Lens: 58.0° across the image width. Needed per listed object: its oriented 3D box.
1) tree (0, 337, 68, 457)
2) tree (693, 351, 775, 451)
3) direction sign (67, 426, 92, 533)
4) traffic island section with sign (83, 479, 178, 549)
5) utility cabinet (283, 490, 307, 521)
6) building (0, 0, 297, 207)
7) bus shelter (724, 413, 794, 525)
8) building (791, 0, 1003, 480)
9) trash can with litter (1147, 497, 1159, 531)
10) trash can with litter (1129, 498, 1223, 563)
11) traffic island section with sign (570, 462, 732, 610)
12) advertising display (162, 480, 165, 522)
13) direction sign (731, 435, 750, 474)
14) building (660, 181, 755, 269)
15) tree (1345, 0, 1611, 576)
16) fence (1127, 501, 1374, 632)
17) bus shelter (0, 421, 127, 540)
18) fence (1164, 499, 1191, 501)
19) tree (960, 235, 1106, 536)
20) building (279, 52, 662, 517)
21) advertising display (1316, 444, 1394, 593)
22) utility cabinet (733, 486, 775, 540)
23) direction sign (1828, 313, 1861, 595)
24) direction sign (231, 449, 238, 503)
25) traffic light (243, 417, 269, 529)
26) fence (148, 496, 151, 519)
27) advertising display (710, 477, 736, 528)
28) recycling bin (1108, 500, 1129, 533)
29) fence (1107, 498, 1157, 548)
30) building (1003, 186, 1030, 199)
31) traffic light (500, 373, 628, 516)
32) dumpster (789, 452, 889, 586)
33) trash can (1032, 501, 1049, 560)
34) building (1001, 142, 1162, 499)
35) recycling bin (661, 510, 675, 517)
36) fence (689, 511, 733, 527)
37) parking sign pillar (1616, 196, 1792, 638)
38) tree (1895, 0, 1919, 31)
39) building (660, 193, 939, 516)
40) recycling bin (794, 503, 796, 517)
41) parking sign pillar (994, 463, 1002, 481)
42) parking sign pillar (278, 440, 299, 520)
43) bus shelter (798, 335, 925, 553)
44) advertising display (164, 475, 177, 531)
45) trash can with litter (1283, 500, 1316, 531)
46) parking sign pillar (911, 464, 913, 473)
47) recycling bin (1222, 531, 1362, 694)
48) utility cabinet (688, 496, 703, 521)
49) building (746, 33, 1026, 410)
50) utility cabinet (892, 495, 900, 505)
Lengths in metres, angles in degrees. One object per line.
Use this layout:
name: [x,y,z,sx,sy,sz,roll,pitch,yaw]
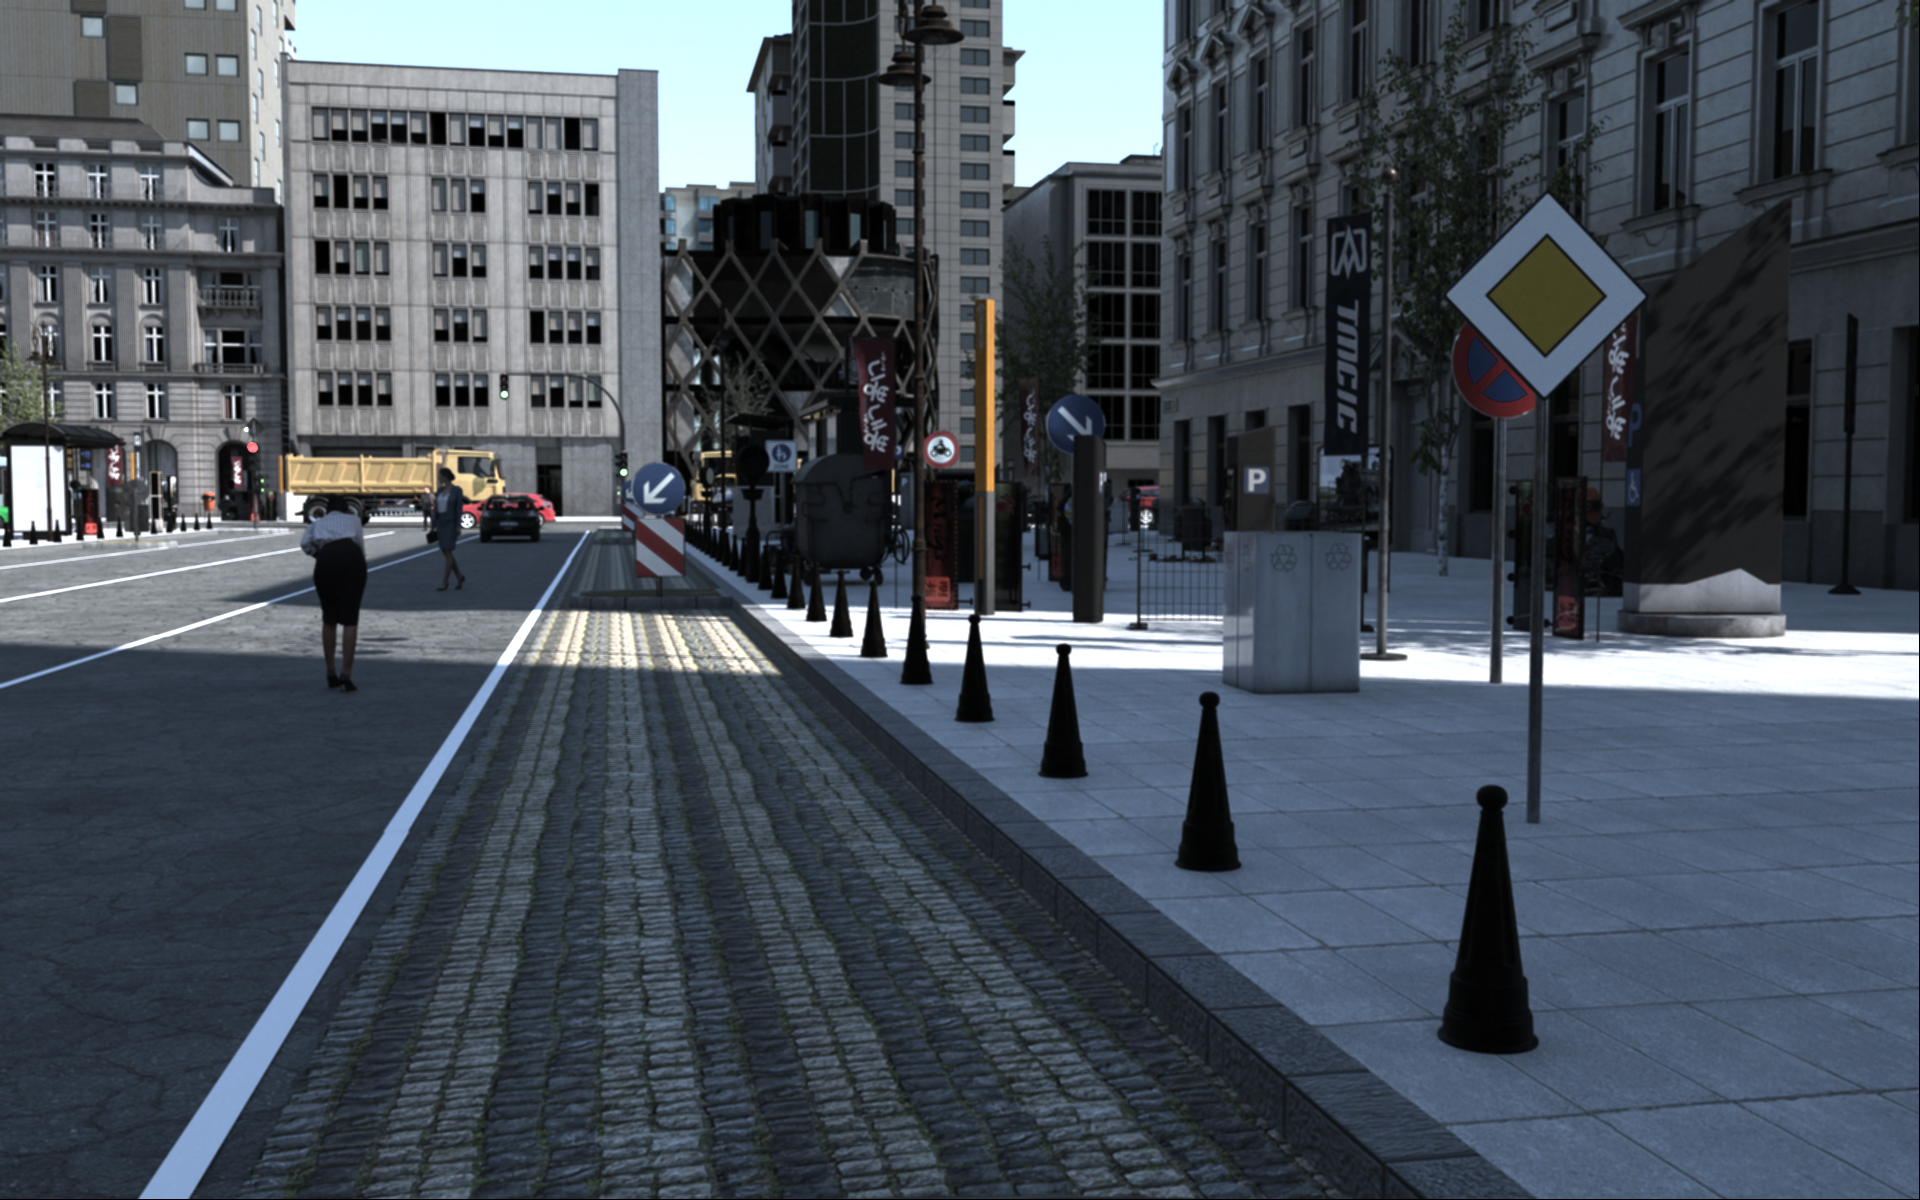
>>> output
tree: [-43.654,-7.979,80.813,4.737,8.622,4.395,0,3,0]
tree: [-11.248,-8.446,88.454,4.360,8.622,3.978,0,3,0]
direction sign: [-29.425,-4.020,57.724,0.876,3.537,0.379,-2,4,-24]
traffic island section with sign: [-22.034,-2.295,46.148,1.989,1.847,2.006,-1,4,-11]
utility cabinet: [-31.489,-4.493,82.144,0.318,1.500,1.173,3,4,38]
building: [-75.621,-34.706,156.677,28.713,52.752,27.495,-1,4,-11]
bus shelter: [-6.173,-3.784,53.154,1.731,3.624,6.357,-1,4,-11]
building: [-7.891,-45.059,174.971,20.563,71.187,20.611,-1,4,-11]
trash can with litter: [7.025,-3.044,61.160,0.624,1.170,1.055,2,4,26]
trash can with litter: [4.221,-1.342,32.999,1.678,1.210,2.233,-3,5,-42]
traffic island section with sign: [-3.985,-0.831,22.209,1.989,1.847,2.006,-1,4,-11]
advertising display: [-36.653,-4.556,79.711,0.974,1.923,0.123,0,4,-4]
direction sign: [-8.416,-4.590,67.044,0.876,3.537,0.379,1,4,12]
building: [-32.797,-39.648,267.849,30.456,49.044,23.786,-1,4,-11]
tree: [7.780,-4.683,26.933,4.737,8.622,4.395,0,3,0]
fence: [2.750,-0.319,16.411,2.264,1.192,0.480,0,4,7]
bus shelter: [-26.089,-3.459,50.480,2.014,3.302,5.546,-1,4,-11]
fence: [4.869,-1.936,42.852,2.264,1.192,0.480,3,5,44]
tree: [2.270,-5.995,48.386,4.737,8.622,4.395,0,3,0]
building: [-27.682,-17.303,100.919,19.932,24.808,12.078,-1,4,-11]
advertising display: [5.122,-1.057,22.503,0.974,1.923,0.123,1,4,12]
utility cabinet: [-5.735,-2.412,48.117,1.173,1.500,0.318,1,4,22]
direction sign: [11.372,-1.845,22.163,0.379,3.537,0.876,2,4,33]
direction sign: [-36.530,-5.827,87.263,0.379,3.537,0.876,-3,5,-42]
traffic light: [-25.797,-4.556,63.406,0.839,4.253,0.868,-1,4,-11]
fence: [-41.432,-4.780,89.352,2.264,1.192,0.480,3,5,43]
advertising display: [-8.966,-3.688,65.519,0.974,1.923,0.123,1,4,12]
recycling bin: [5.151,-2.718,56.994,0.722,1.027,0.722,0,4,-3]
fence: [3.520,-1.721,39.342,0.480,1.192,2.264,-2,4,-32]
building: [7.141,-39.788,274.237,21.600,48.544,21.300,-1,4,-11]
traffic light: [-14.881,-5.553,65.465,4.771,5.953,1.251,-1,4,-11]
dumpster: [-1.737,-1.173,24.941,1.264,1.857,1.865,-1,4,-11]
trash can: [1.766,-1.355,33.813,0.748,1.137,0.748,0,3,0]
building: [18.831,-17.872,111.276,30.058,24.678,14.314,-1,4,-11]
recycling bin: [-15.292,-4.756,90.310,0.722,1.027,0.722,-2,4,-24]
fence: [-8.456,-2.715,59.767,2.069,0.683,0.278,-3,4,-36]
parking sign pillar: [6.878,-1.683,15.986,1.447,3.967,1.447,0,4,1]
tree: [9.660,-3.834,13.046,4.737,8.622,4.395,0,3,0]
building: [-9.905,-14.659,107.120,16.811,18.784,16.820,-1,4,-11]
recycling bin: [-6.114,-3.325,66.919,0.722,1.027,0.722,1,4,9]
parking sign pillar: [3.145,-9.868,149.816,1.447,3.967,1.447,-3,4,-37]
parking sign pillar: [-32.834,-5.920,85.259,1.447,3.967,1.447,-2,4,-35]
bus shelter: [-2.630,-3.910,41.554,2.179,5.291,8.768,-1,4,-11]
advertising display: [-27.497,-3.379,60.454,0.123,1.923,0.974,-1,4,-13]
trash can with litter: [5.837,-1.137,29.984,0.624,1.170,1.055,2,4,35]
parking sign pillar: [-4.254,-10.308,157.006,1.447,3.967,1.447,0,4,5]
recycling bin: [2.186,0.067,11.461,0.722,1.027,0.722,-1,4,-10]
utility cabinet: [-12.861,-4.475,84.320,0.306,1.237,1.020,2,4,23]
building: [-9.079,-37.342,199.781,28.713,52.752,27.495,-1,4,-11]
utility cabinet: [-3.665,-5.204,96.250,0.306,1.237,1.020,2,4,27]
